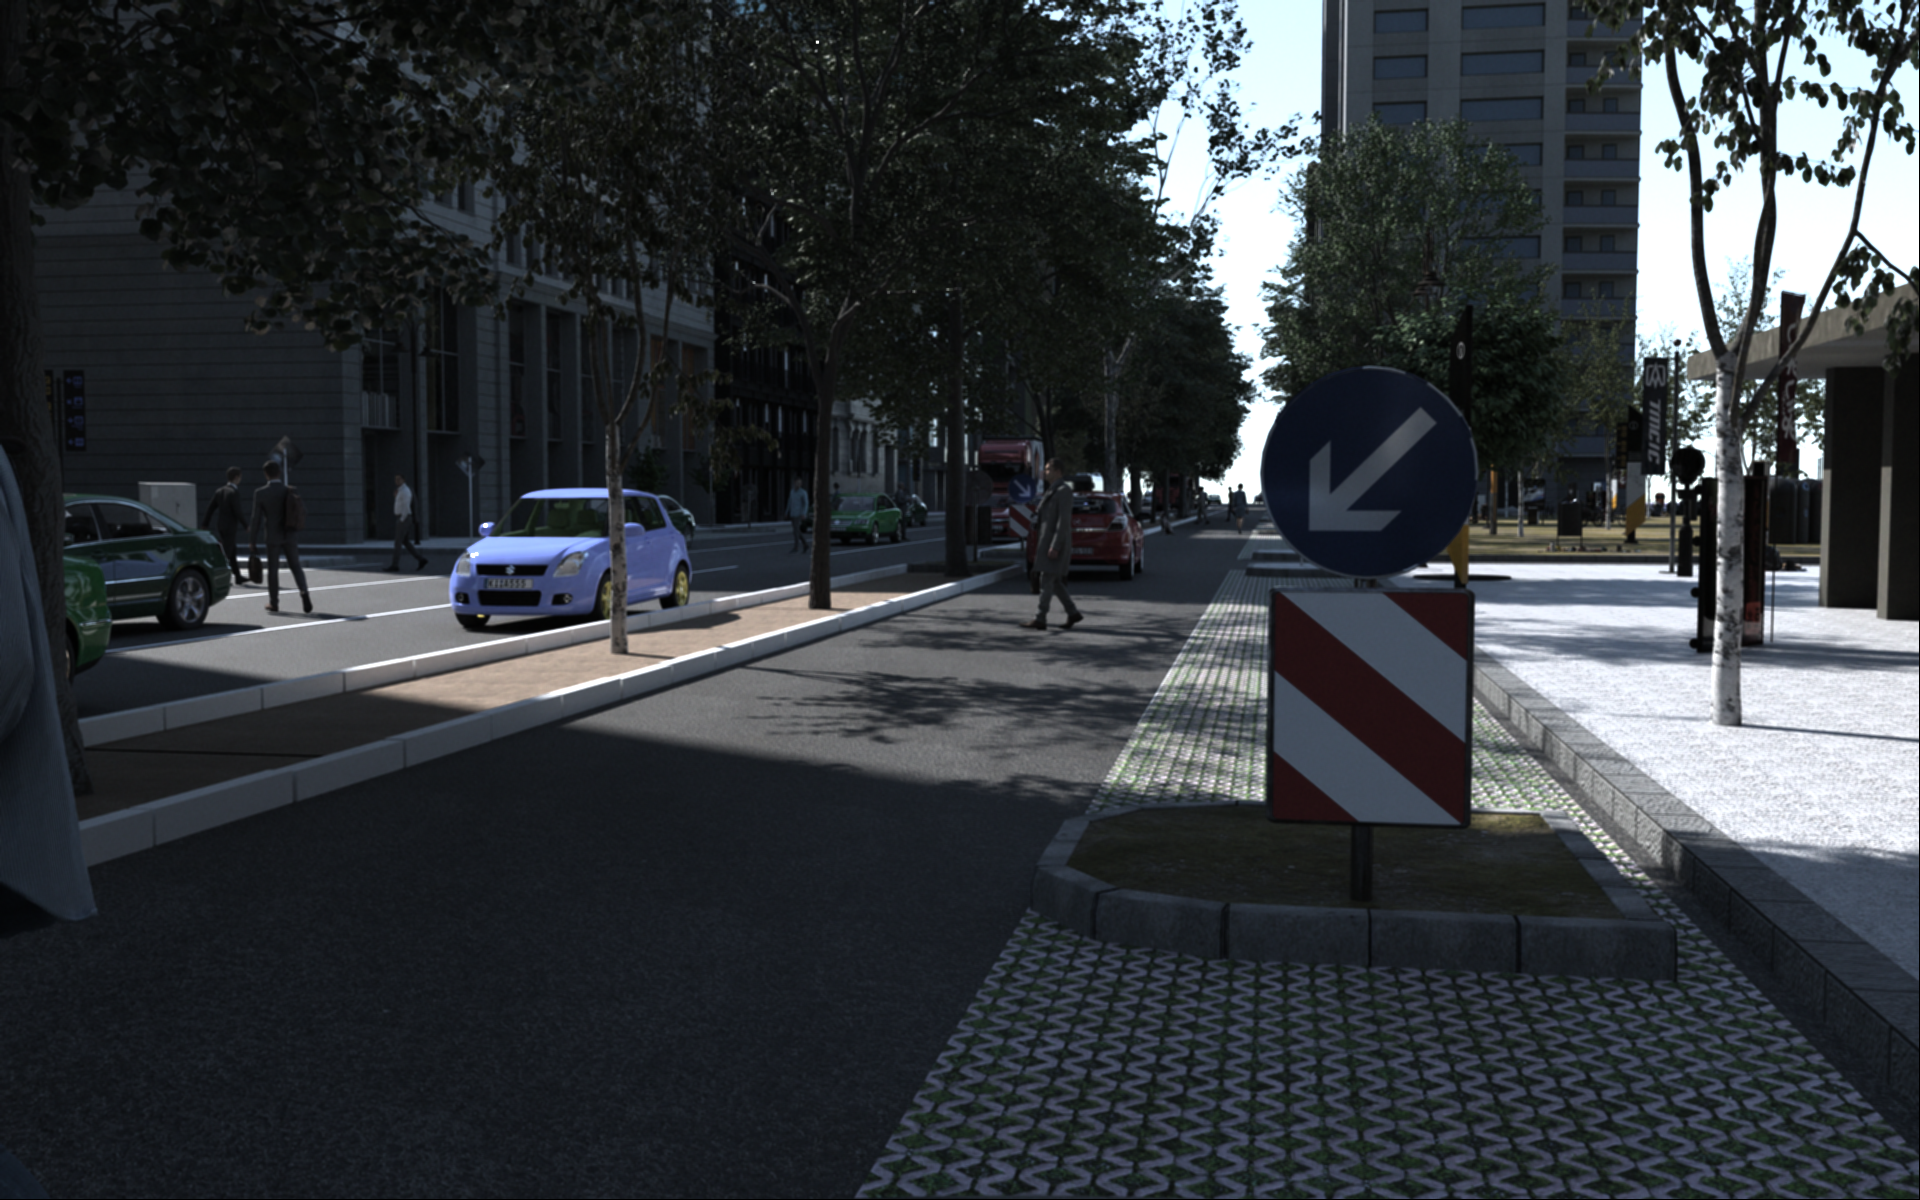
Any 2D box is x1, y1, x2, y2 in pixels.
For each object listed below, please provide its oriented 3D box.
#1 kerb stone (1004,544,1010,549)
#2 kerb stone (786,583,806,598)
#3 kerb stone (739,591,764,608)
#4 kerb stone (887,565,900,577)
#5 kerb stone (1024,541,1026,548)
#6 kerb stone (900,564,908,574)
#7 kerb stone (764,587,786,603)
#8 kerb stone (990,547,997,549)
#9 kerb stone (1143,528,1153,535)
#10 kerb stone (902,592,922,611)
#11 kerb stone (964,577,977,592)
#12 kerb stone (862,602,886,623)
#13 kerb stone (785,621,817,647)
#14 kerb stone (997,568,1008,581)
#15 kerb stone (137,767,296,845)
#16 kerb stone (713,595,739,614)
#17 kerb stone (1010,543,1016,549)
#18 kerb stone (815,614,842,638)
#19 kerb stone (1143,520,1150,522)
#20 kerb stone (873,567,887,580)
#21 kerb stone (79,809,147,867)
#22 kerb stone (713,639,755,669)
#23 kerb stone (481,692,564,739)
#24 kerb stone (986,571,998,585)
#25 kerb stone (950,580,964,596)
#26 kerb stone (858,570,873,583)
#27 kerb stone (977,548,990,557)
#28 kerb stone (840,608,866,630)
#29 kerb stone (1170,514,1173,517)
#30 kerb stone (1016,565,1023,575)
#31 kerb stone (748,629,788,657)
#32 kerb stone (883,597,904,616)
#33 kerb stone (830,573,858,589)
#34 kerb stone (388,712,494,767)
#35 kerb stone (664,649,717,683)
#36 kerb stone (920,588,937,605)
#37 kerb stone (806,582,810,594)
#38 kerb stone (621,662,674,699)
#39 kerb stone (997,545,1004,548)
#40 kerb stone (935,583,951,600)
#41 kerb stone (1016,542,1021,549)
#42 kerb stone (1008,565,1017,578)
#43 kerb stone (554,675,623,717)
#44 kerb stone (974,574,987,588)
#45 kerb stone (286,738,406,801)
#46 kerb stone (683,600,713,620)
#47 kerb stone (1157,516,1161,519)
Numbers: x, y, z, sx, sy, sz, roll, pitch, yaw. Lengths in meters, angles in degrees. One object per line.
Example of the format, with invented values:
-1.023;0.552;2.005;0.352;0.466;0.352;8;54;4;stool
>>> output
1.039;-1.257;42.765;0.120;0.150;1.000;1;4;10;kerb stone
-2.368;-0.109;24.073;0.120;0.150;1.000;1;4;10;kerb stone
-2.734;0.010;22.059;0.120;0.150;1.000;1;4;10;kerb stone
-1.259;-0.485;30.126;0.120;0.150;1.000;1;4;10;kerb stone
1.598;-1.439;45.780;0.120;0.150;1.000;1;4;10;kerb stone
-1.073;-0.547;31.131;0.120;0.150;1.000;1;4;10;kerb stone
-2.546;-0.053;23.064;0.120;0.150;1.000;1;4;10;kerb stone
0.674;-1.134;40.745;0.120;0.150;1.000;1;4;10;kerb stone
6.799;-2.469;62.571;0.120;0.150;1.000;1;4;10;kerb stone
-0.665;0.032;21.666;0.120;0.150;1.000;1;4;10;kerb stone
0.068;-0.212;25.700;0.120;0.150;1.000;1;4;10;kerb stone
-1.039;0.156;19.651;0.120;0.150;1.000;1;4;10;kerb stone
-1.587;0.340;16.634;0.120;0.150;1.000;1;4;10;kerb stone
0.621;-0.400;28.728;0.120;0.150;1.000;1;4;10;kerb stone
-3.248;0.895;7.564;0.120;0.150;1.000;1;4;10;kerb stone
-2.922;0.071;21.035;0.120;0.150;1.000;1;4;10;kerb stone
1.230;-1.317;43.769;0.120;0.150;1.000;1;4;10;kerb stone
-1.411;0.281;17.641;0.120;0.150;1.000;1;4;10;kerb stone
9.879;-4.212;91.142;0.120;0.150;1.000;1;4;10;kerb stone
-1.445;-0.424;29.121;0.120;0.150;1.000;1;4;10;kerb stone
-3.429;0.956;6.558;0.120;0.150;1.000;1;4;10;kerb stone
-1.960;0.466;14.614;0.120;0.150;1.000;1;4;10;kerb stone
-2.695;0.710;10.586;0.120;0.150;1.000;1;4;10;kerb stone
0.430;-0.338;27.717;0.120;0.150;1.000;1;4;10;kerb stone
-0.127;-0.153;24.696;0.120;0.150;1.000;1;4;10;kerb stone
-1.631;-0.362;28.112;0.120;0.150;1.000;1;4;10;kerb stone
0.496;-1.073;39.734;0.120;0.150;1.000;1;4;10;kerb stone
-1.215;0.217;18.644;0.120;0.150;1.000;1;4;10;kerb stone
13.750;-5.508;112.341;0.120;0.150;1.000;1;4;10;kerb stone
0.980;-0.524;30.757;0.120;0.150;1.000;1;4;10;kerb stone
-1.774;0.402;15.619;0.120;0.150;1.000;1;4;10;kerb stone
-0.860;0.094;20.662;0.120;0.150;1.000;1;4;10;kerb stone
-1.815;-0.298;27.105;0.120;0.150;1.000;1;4;10;kerb stone
-2.872;0.772;9.578;0.120;0.150;1.000;1;4;10;kerb stone
-2.143;0.525;13.608;0.120;0.150;1.000;1;4;10;kerb stone
-0.495;-0.029;22.674;0.120;0.150;1.000;1;4;10;kerb stone
-2.183;-0.177;25.089;0.120;0.150;1.000;1;4;10;kerb stone
-2.326;0.595;12.600;0.120;0.150;1.000;1;4;10;kerb stone
0.858;-1.196;41.755;0.120;0.150;1.000;1;4;10;kerb stone
-0.303;-0.091;23.686;0.120;0.150;1.000;1;4;10;kerb stone
1.411;-1.381;44.775;0.120;0.150;1.000;1;4;10;kerb stone
0.805;-0.462;29.749;0.120;0.150;1.000;1;4;10;kerb stone
-2.514;0.648;11.595;0.120;0.150;1.000;1;4;10;kerb stone
0.243;-0.276;26.712;0.120;0.150;1.000;1;4;10;kerb stone
-3.058;0.839;8.573;0.120;0.150;1.000;1;4;10;kerb stone
-3.106;0.133;20.028;0.120;0.150;1.000;1;4;10;kerb stone
11.721;-4.834;101.235;0.120;0.150;1.000;1;4;10;kerb stone
